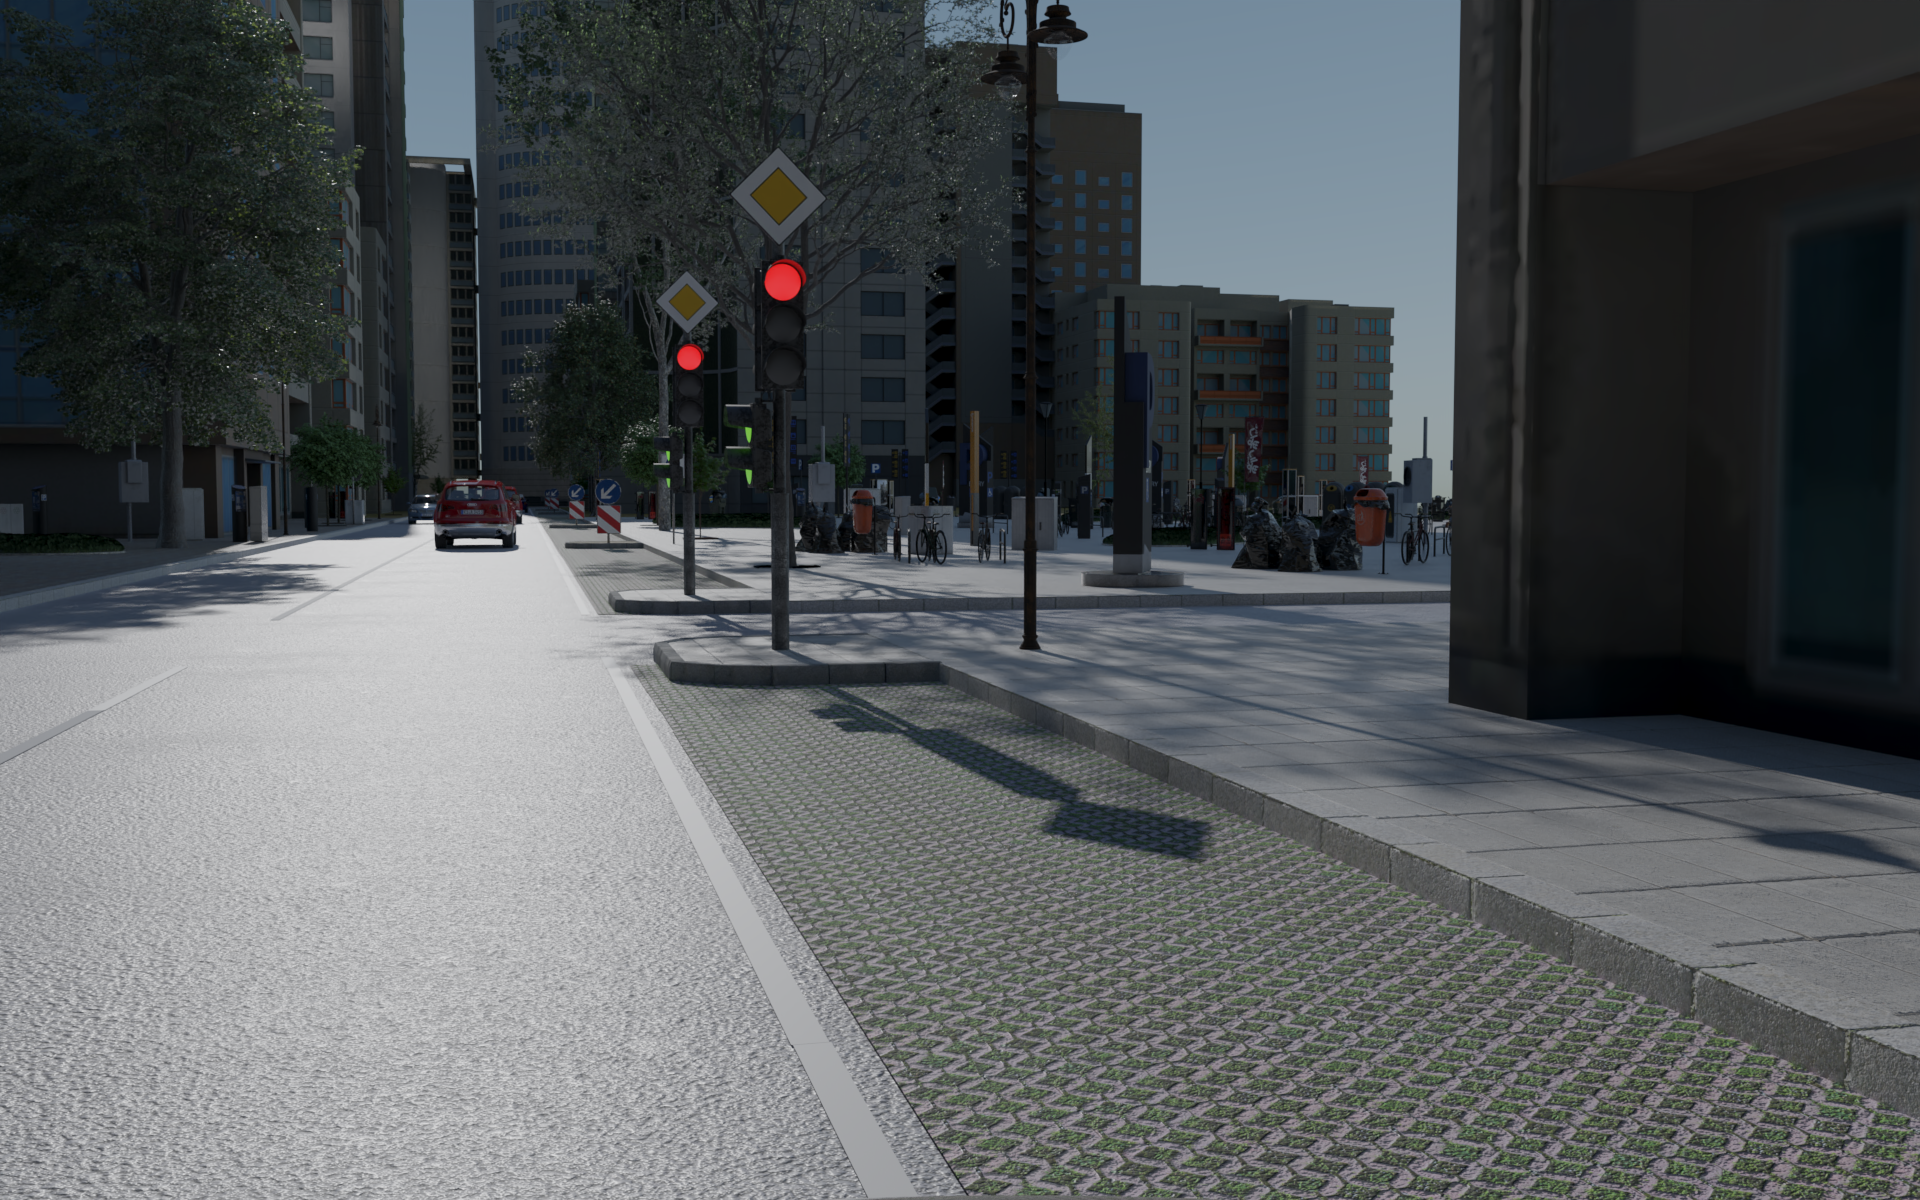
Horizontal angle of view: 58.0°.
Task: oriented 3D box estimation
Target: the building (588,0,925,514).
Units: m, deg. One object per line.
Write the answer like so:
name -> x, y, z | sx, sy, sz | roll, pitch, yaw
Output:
building -> -14.619, -41.482, 116.486 | 20.563, 71.187, 20.611 | -1, 4, -14

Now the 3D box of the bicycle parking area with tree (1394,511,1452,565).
bicycle parking area with tree -> 12.577, -2.815, 33.032 | 8.231, 4.147, 9.016 | 2, 4, 35

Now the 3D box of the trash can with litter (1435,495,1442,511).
trash can with litter -> 29.706, -5.885, 107.279 | 1.678, 1.210, 2.233 | -1, 4, -18

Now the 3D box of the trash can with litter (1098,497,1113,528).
trash can with litter -> 5.488, -3.335, 65.907 | 0.624, 1.170, 1.055 | 0, 4, -4

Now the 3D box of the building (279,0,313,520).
building -> -41.836, -27.733, 77.129 | 21.300, 48.544, 21.600 | -1, 4, -14

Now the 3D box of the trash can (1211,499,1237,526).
trash can -> 7.710, -2.382, 50.604 | 0.748, 1.137, 0.748 | 0, 3, 0

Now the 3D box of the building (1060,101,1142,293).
building -> 11.555, -33.487, 197.627 | 14.200, 45.320, 14.600 | -1, 4, -14

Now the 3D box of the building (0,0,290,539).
building -> -29.487, -24.683, 53.677 | 14.600, 45.320, 14.200 | -1, 4, -14

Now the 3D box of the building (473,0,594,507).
building -> -37.650, -39.485, 187.578 | 28.212, 58.520, 21.231 | -1, 4, -14

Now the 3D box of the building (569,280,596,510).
building -> -20.933, -19.086, 157.089 | 27.650, 21.520, 28.899 | -1, 4, -14

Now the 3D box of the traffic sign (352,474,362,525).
traffic sign -> -25.444, -4.434, 72.605 | 0.768, 2.556, 0.104 | -1, 4, -9

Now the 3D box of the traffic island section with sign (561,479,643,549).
traffic island section with sign -> -9.461, -2.280, 45.901 | 1.989, 1.847, 2.006 | -1, 4, -14

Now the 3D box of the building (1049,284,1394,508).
building -> 22.755, -19.898, 170.366 | 28.899, 21.520, 27.650 | -1, 4, -14

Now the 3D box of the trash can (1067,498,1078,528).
trash can -> 4.408, -3.296, 65.539 | 0.748, 1.137, 0.748 | 0, 3, 0

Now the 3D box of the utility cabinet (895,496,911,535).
utility cabinet -> -1.805, -2.636, 54.263 | 0.306, 1.237, 1.020 | -1, 4, -14

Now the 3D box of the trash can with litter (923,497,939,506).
trash can with litter -> -1.143, -3.839, 74.155 | 0.624, 1.170, 1.055 | 2, 4, 26

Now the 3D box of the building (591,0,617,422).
building -> -21.295, -27.564, 134.271 | 14.154, 41.232, 14.086 | -1, 4, -14

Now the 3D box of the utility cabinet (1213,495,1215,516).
utility cabinet -> 12.983, -4.722, 88.368 | 1.020, 1.237, 0.306 | 0, 4, 5

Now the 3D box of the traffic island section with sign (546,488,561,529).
traffic island section with sign -> -16.155, -3.898, 72.362 | 1.989, 1.847, 2.006 | -1, 4, -14

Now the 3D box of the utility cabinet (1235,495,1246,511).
utility cabinet -> 16.222, -5.486, 100.862 | 0.306, 1.237, 1.020 | -2, 4, -33

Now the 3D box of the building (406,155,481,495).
building -> -64.415, -30.314, 187.516 | 23.993, 40.220, 32.217 | -1, 4, -14

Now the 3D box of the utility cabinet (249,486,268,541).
utility cabinet -> -18.940, -2.328, 46.747 | 0.318, 1.500, 1.173 | -1, 4, -15

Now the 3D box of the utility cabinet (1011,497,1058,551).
utility cabinet -> 1.698, -1.738, 39.580 | 1.020, 1.237, 0.306 | 1, 4, 21

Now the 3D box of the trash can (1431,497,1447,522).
trash can -> 22.058, -4.174, 79.897 | 0.748, 1.137, 0.748 | 0, 3, 0

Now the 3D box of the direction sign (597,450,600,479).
direction sign -> -18.437, -5.900, 88.454 | 0.379, 3.537, 0.876 | 0, 4, -5

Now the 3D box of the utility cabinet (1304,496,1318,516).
utility cabinet -> 14.505, -3.767, 72.744 | 1.020, 1.237, 0.306 | 1, 4, 18

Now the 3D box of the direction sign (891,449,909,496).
direction sign -> -3.013, -5.815, 87.076 | 0.876, 3.537, 0.379 | 1, 4, 12

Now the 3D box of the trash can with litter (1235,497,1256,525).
trash can with litter -> 10.484, -3.275, 64.941 | 0.624, 1.170, 1.055 | -1, 4, -13

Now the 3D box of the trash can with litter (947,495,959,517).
trash can with litter -> -0.839, -5.245, 96.810 | 2.233, 1.210, 1.678 | 1, 4, 13

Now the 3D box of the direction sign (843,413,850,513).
direction sign -> -3.189, -3.473, 48.788 | 0.379, 3.537, 0.876 | 0, 4, 7

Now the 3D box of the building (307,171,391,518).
building -> -49.837, -15.822, 103.724 | 27.650, 21.520, 28.899 | -1, 4, -14

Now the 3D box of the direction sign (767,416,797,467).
direction sign -> -5.150, -3.554, 50.108 | 0.876, 3.537, 0.379 | -1, 4, -15

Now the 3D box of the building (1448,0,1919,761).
building -> 15.899, -23.113, 1.606 | 21.300, 48.544, 21.600 | -1, 4, -14

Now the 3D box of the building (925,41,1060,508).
building -> 0.499, -31.783, 169.758 | 14.200, 45.320, 14.600 | -1, 4, -14

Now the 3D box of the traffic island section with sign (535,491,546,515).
traffic island section with sign -> -28.526, -6.888, 121.253 | 1.989, 1.847, 2.006 | -1, 4, -14

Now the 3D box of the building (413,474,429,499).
building -> -62.231, -30.343, 150.738 | 28.867, 44.769, 22.147 | -1, 4, -14

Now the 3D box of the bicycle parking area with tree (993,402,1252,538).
bicycle parking area with tree -> 5.199, -4.138, 54.665 | 8.231, 4.147, 9.016 | 0, 4, 0

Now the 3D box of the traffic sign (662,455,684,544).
traffic sign -> -7.326, -2.577, 44.261 | 0.606, 2.300, 0.079 | -1, 4, -8

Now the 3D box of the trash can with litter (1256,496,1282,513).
trash can with litter -> 12.095, -3.490, 68.455 | 1.055, 1.170, 0.624 | -1, 4, -19

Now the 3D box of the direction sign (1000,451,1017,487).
direction sign -> 2.539, -6.015, 90.335 | 0.876, 3.537, 0.379 | 0, 4, 8

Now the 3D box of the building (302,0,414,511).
building -> -47.837, -27.045, 125.778 | 14.154, 41.232, 14.086 | -1, 4, -14
